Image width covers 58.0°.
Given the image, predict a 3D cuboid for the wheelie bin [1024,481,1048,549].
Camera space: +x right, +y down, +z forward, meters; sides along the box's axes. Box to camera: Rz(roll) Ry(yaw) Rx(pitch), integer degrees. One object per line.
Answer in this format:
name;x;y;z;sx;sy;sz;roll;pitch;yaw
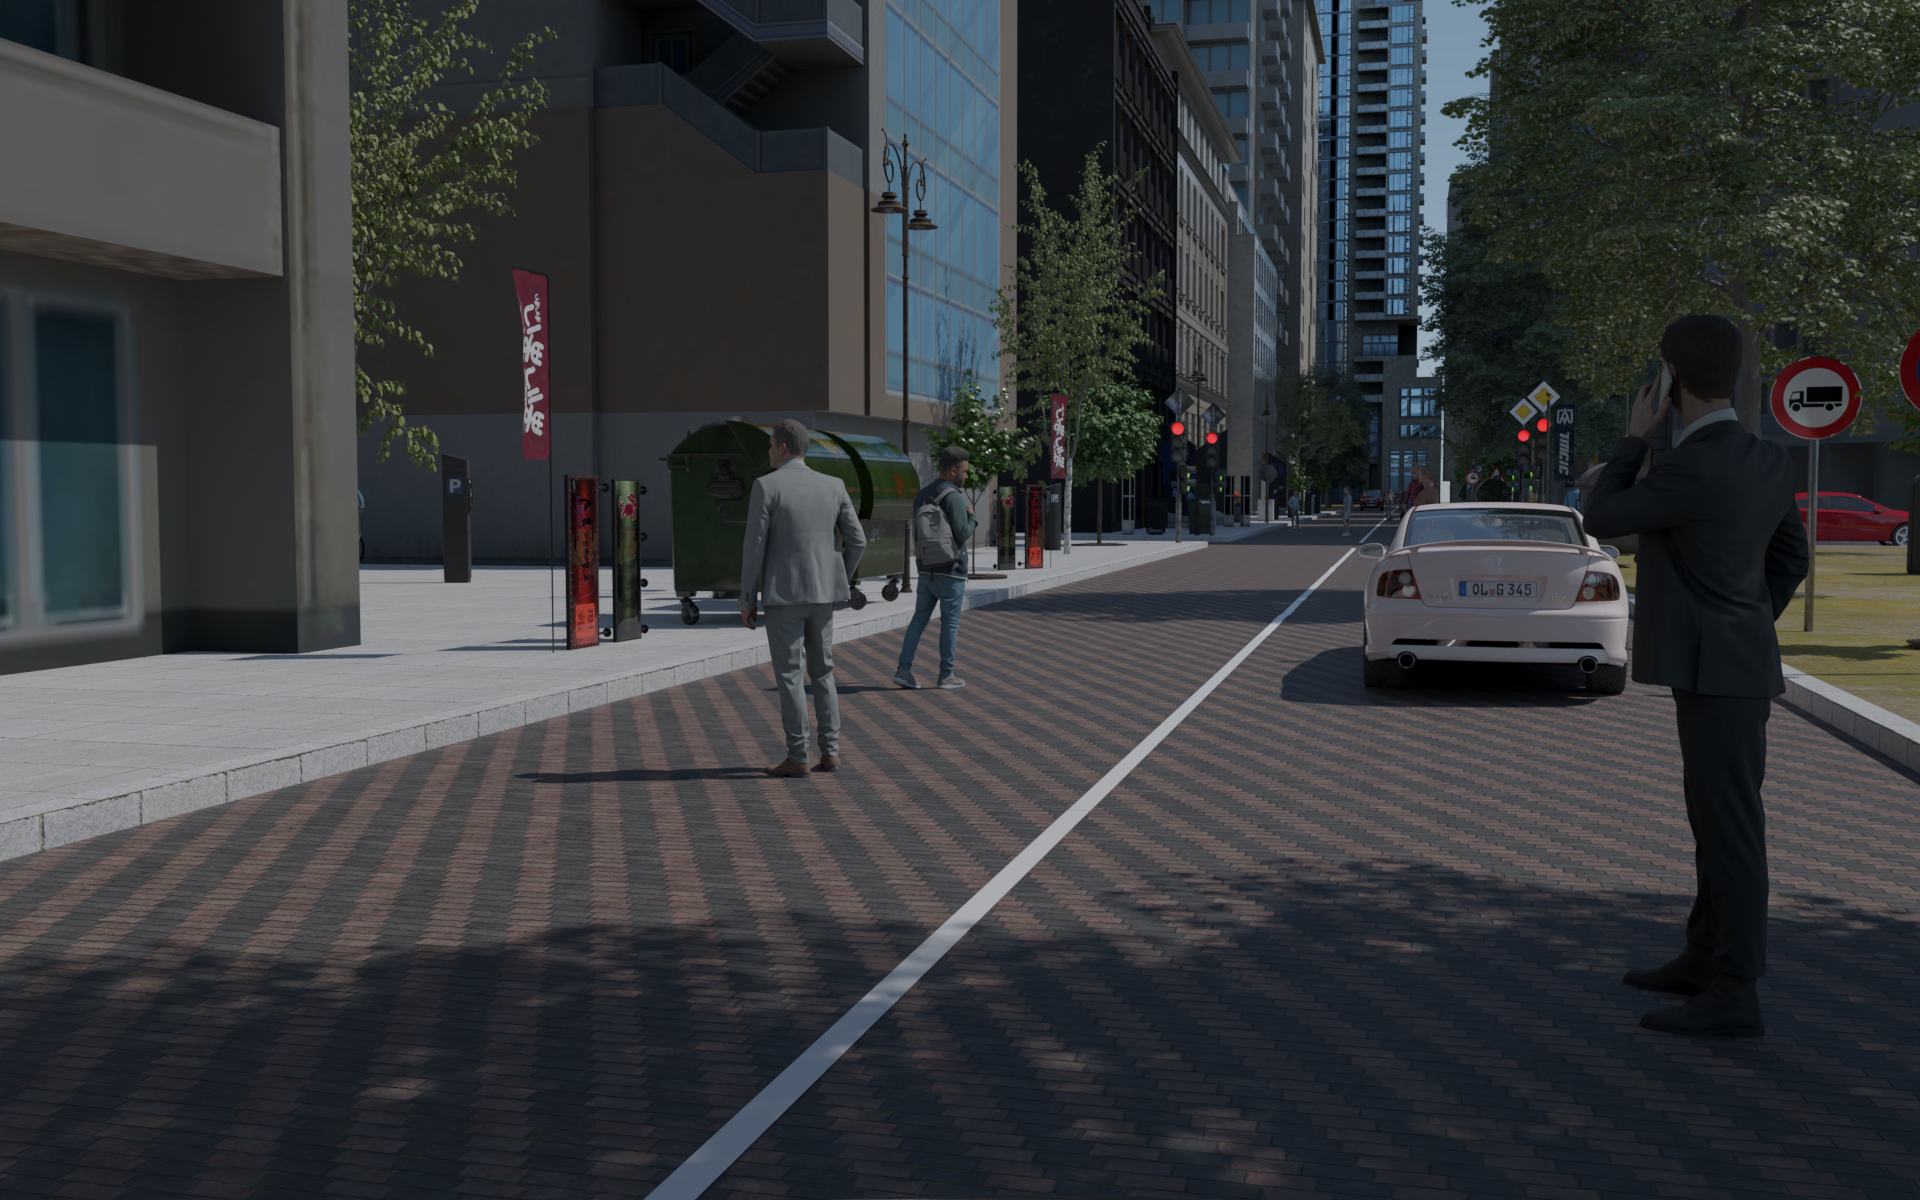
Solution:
wheelie bin;1.887;-1.996;40.543;0.693;1.594;0.980;1;4;14

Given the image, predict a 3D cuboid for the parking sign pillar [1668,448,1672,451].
parking sign pillar;34.158;-5.767;82.767;1.447;3.967;1.447;-3;5;-44

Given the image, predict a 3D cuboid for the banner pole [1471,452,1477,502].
banner pole;30.465;-6.887;102.627;0.401;3.779;0.863;0;4;-6

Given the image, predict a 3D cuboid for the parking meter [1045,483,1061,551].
parking meter;2.111;-1.894;39.375;0.372;1.533;0.369;0;3;0

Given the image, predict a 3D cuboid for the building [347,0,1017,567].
building;-7.213;-23.654;36.858;14.200;45.320;14.600;1;4;15

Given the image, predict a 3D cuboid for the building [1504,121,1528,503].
building;49.536;-22.161;134.040;14.160;30.474;14.107;1;4;15

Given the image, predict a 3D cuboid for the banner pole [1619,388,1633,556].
banner pole;13.884;-2.820;36.124;0.401;3.779;0.863;2;4;24

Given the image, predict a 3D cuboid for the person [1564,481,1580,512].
person;16.369;-2.278;46.094;0.601;1.785;0.444;2;4;31

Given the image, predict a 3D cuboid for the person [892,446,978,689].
person;-0.137;-0.237;12.723;0.623;1.781;0.721;3;4;36

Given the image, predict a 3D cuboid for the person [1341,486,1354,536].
person;13.262;-3.049;59.361;0.522;1.701;0.512;0;4;-7

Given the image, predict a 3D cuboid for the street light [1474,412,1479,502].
street light;29.278;-7.656;97.971;0.468;5.910;1.993;1;4;15

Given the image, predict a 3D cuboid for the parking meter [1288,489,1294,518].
parking meter;17.960;-5.230;93.922;0.372;1.533;0.369;0;3;0

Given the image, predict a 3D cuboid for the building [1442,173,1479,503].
building;66.663;-32.327;212.142;14.086;41.232;14.154;1;4;15

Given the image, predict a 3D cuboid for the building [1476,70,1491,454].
building;56.209;-29.214;161.241;14.154;41.232;14.086;1;4;15

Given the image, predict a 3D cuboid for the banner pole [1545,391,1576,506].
banner pole;14.579;-3.197;42.286;0.863;3.779;0.401;1;4;19

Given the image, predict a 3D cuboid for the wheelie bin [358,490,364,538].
wheelie bin;-8.377;-0.929;23.089;0.693;1.594;0.980;2;4;33

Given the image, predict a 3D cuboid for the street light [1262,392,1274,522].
street light;13.873;-6.451;78.268;0.468;5.910;1.993;1;4;15

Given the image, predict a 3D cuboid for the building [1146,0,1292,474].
building;15.514;-32.062;143.817;23.786;49.044;30.456;1;4;15

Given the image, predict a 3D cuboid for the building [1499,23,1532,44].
building;52.863;-28.379;147.583;14.154;41.232;14.086;1;4;15

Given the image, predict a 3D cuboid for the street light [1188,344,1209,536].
street light;7.349;-4.935;53.472;0.468;5.910;1.993;1;4;15

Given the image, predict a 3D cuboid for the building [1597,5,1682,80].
building;39.774;-19.402;88.920;14.160;30.474;14.107;1;4;15

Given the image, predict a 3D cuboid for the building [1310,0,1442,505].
building;45.710;-55.535;220.668;31.000;86.520;22.319;1;4;15

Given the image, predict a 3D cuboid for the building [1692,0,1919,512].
building;39.345;-22.579;61.045;23.993;40.220;32.217;1;4;15

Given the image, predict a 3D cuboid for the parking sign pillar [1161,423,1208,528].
parking sign pillar;8.254;-4.705;65.394;1.447;3.967;1.447;3;5;39

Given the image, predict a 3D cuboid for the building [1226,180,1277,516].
building;14.318;-15.669;110.945;10.420;20.320;16.860;1;4;15

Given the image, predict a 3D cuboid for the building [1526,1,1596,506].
building;43.914;-28.142;110.240;14.600;45.320;14.200;1;4;15

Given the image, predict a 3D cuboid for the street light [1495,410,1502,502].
street light;22.628;-6.099;72.509;0.468;5.910;1.993;1;4;15

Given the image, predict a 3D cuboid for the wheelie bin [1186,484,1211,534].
wheelie bin;7.645;-2.903;55.371;0.980;1.594;0.693;-2;4;-31

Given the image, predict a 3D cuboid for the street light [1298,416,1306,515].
street light;20.287;-7.954;102.838;0.468;5.910;1.993;1;4;15

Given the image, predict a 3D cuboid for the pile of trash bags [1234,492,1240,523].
pile of trash bags;12.292;-4.220;78.744;1.912;1.369;3.447;1;4;17

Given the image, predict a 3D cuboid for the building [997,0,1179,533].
building;1.013;-14.411;65.297;12.332;23.373;15.834;1;4;15

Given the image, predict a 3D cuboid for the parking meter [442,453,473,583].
parking meter;-7.249;-1.180;25.010;0.399;1.863;0.255;0;4;-7

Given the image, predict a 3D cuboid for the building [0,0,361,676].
building;-18.038;-23.368;5.762;21.300;48.544;21.600;1;4;15

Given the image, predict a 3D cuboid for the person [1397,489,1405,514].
person;32.132;-7.170;126.179;0.683;1.767;0.568;2;4;34

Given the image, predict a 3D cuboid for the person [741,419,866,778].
person;-0.813;-0.014;8.831;0.635;1.810;0.391;-3;5;-41

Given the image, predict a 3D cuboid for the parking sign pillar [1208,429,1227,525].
parking sign pillar;10.371;-5.089;71.683;1.447;3.967;1.447;0;4;-4

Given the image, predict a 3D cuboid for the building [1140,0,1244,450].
building;4.914;-15.613;88.552;16.112;22.955;30.059;1;4;15

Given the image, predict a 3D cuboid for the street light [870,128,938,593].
street light;-0.702;-3.033;22.373;0.468;5.910;1.993;1;4;15

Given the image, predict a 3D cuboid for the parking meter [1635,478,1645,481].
parking meter;16.526;-2.224;42.072;0.255;1.863;0.399;1;4;17

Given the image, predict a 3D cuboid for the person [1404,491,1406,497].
person;44.143;-9.941;171.713;1.217;1.739;0.721;1;4;19

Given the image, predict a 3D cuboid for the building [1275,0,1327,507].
building;24.376;-36.508;186.150;27.495;52.752;28.713;1;4;15

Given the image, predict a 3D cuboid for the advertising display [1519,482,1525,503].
advertising display;26.294;-4.640;81.080;0.123;1.923;0.974;2;4;28

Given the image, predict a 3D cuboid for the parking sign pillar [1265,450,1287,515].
parking sign pillar;19.248;-7.166;105.632;1.447;3.967;1.447;1;4;18

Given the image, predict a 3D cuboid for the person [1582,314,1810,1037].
person;1.971;0.195;4.681;0.474;1.900;0.648;3;4;38

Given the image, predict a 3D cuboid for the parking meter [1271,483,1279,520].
parking meter;15.722;-4.940;86.473;0.399;1.863;0.255;0;4;8

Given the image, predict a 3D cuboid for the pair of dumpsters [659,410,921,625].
pair of dumpsters;-1.736;-0.994;18.739;1.574;2.255;4.437;1;4;15

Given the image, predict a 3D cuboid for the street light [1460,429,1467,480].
street light;35.806;-9.195;123.133;0.468;5.910;1.993;1;4;15

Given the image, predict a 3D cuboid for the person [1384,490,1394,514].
person;30.135;-6.895;121.828;0.593;1.750;0.643;-1;4;-13

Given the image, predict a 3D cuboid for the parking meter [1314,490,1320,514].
parking meter;23.245;-6.379;112.706;0.372;1.533;0.369;0;3;0

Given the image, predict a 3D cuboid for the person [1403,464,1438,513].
person;6.109;-0.882;22.897;0.573;1.828;0.580;-2;4;-26

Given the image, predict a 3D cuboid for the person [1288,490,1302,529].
person;13.682;-3.698;70.777;0.589;1.601;0.330;-1;4;-23

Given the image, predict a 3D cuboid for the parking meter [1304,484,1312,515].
parking meter;21.050;-6.054;104.701;0.399;1.863;0.255;-1;4;-17

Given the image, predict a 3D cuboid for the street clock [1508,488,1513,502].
street clock;30.622;-5.622;96.486;0.358;2.002;0.471;1;4;9
